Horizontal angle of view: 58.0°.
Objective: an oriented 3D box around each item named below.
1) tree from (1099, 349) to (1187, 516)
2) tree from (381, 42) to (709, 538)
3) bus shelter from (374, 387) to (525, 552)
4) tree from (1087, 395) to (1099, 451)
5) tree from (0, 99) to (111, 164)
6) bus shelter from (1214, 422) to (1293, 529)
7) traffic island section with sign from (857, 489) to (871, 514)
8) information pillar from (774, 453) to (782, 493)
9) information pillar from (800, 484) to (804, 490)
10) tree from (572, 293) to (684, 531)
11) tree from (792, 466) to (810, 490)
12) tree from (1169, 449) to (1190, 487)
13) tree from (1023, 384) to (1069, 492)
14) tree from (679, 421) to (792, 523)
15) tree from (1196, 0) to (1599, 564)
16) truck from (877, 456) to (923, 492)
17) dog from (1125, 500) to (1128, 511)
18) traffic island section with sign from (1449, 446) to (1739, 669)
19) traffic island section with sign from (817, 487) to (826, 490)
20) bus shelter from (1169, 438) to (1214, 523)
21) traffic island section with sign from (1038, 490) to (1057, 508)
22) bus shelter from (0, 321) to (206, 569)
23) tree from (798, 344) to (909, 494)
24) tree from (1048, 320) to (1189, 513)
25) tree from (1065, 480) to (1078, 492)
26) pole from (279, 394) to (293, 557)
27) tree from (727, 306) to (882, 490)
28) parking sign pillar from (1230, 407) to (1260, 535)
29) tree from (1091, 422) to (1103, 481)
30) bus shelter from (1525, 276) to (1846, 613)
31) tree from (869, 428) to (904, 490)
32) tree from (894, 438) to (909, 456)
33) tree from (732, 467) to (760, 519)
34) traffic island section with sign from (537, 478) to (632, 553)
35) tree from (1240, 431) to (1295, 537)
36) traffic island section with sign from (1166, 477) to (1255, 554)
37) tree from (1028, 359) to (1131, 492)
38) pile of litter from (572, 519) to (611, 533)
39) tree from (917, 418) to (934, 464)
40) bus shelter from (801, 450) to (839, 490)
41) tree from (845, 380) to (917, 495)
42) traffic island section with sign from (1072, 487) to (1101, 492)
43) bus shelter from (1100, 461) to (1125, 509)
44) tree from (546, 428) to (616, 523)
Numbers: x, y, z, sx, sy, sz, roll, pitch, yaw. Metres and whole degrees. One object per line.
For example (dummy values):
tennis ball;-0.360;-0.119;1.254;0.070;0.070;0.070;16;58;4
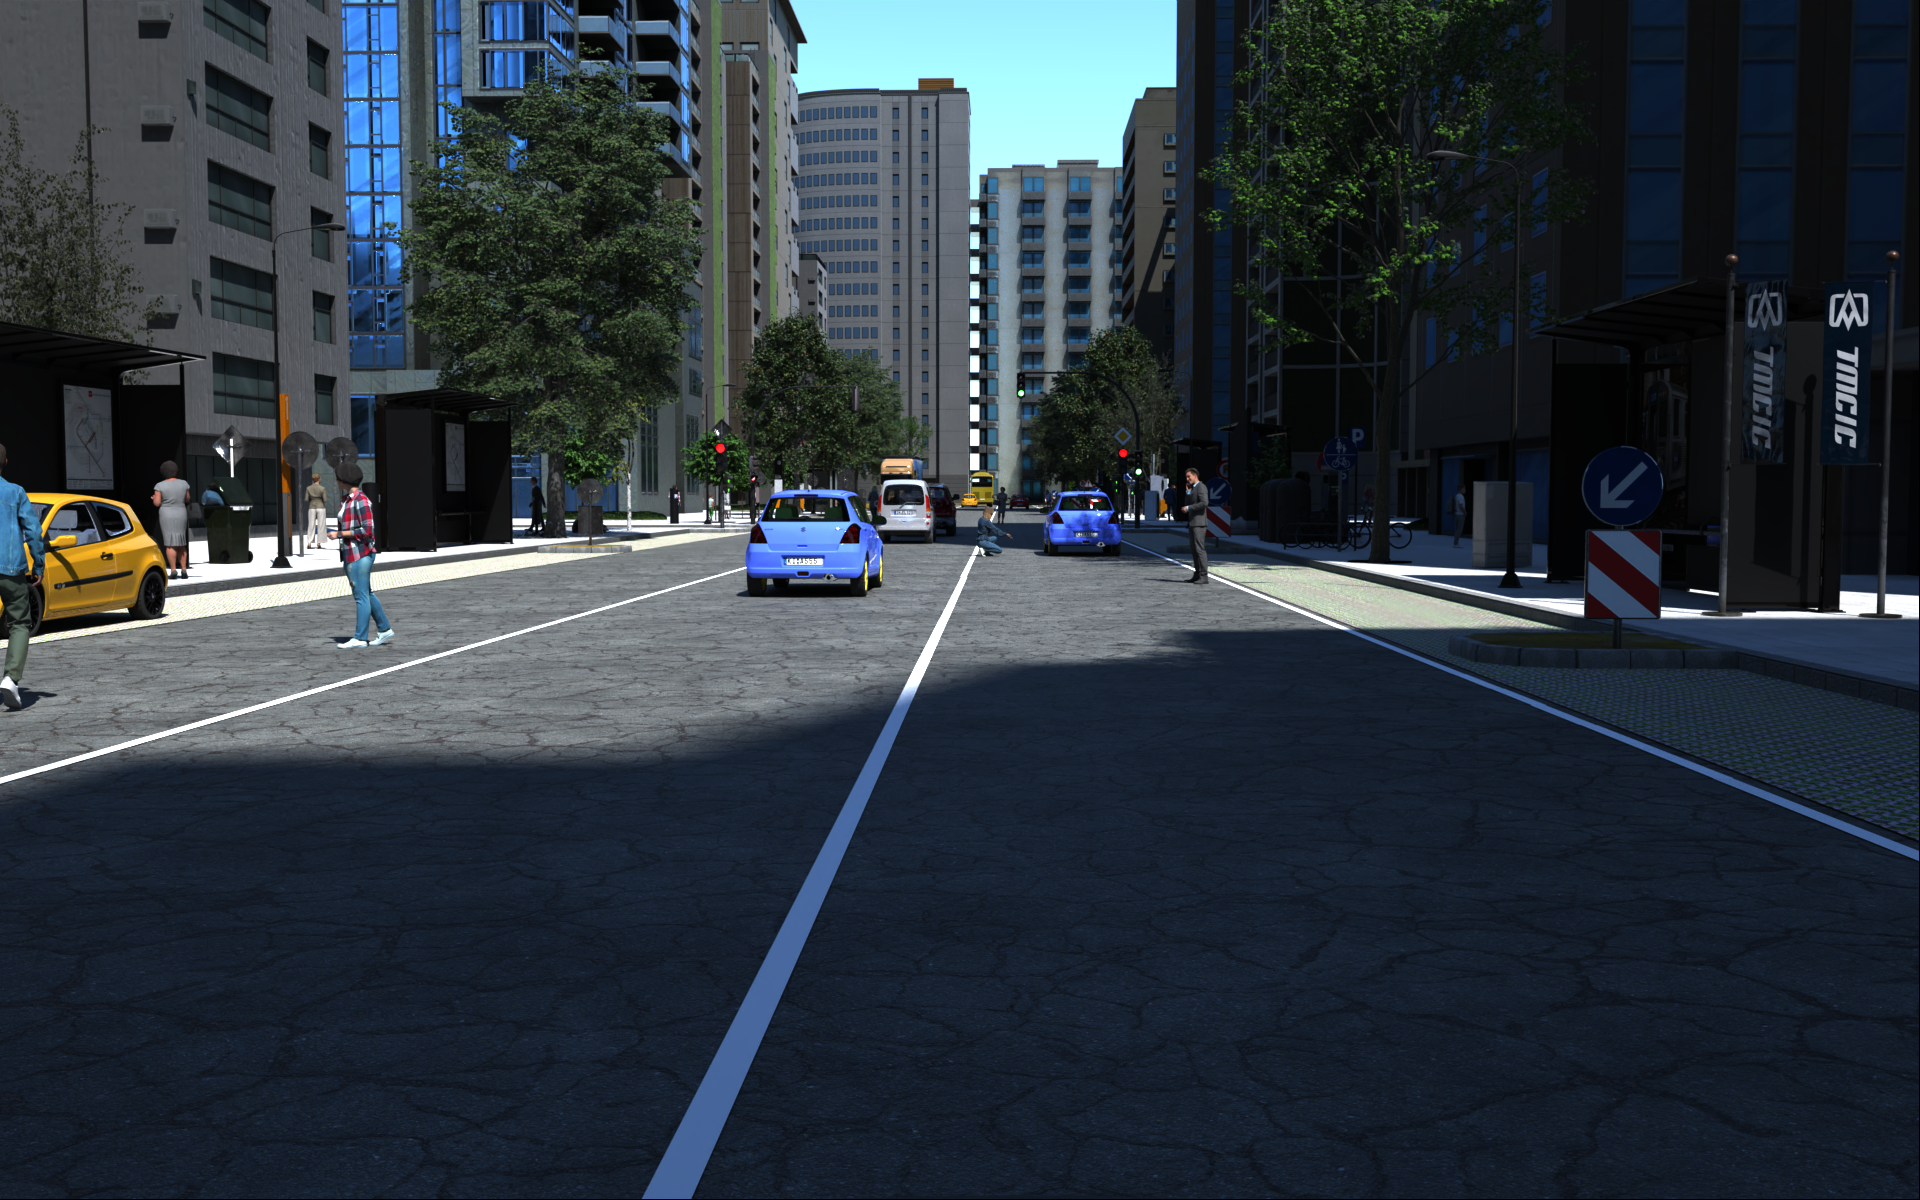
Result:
tree;9.774;-8.442;88.384;4.360;8.622;3.978;0;3;0
tree;-11.900;-8.794;50.433;9.857;13.997;8.962;0;3;0
bus shelter;-12.034;-3.059;41.293;1.731;3.624;6.357;0;4;1
tree;9.733;-9.203;100.824;4.360;8.622;3.978;0;3;0
tree;-17.042;-4.990;31.949;4.360;8.622;3.978;0;3;0
bus shelter;9.999;-4.137;58.915;1.731;3.624;6.357;0;4;1
traffic island section with sign;-7.064;-7.148;125.502;1.989;1.847;2.006;0;4;1
information pillar;-10.317;-6.555;98.532;0.504;3.616;0.183;2;4;25
information pillar;-11.273;-8.030;122.638;0.504;3.616;0.183;2;4;27
tree;-11.878;-6.746;60.660;4.737;8.622;4.395;0;3;0
tree;-12.003;-8.290;119.249;4.285;4.588;4.351;0;3;0
tree;16.397;-8.640;124.972;4.285;4.588;4.351;0;3;0
tree;11.709;-17.088;189.766;12.009;13.543;11.850;0;3;0
tree;-10.716;-5.738;77.532;4.285;4.588;4.351;0;3;0
tree;7.925;-6.485;31.783;9.928;11.665;9.643;0;3;0
truck;-4.368;-8.571;129.046;2.839;4.237;11.283;0;4;3
dog;12.733;-7.095;130.377;0.800;0.831;0.513;-1;4;-21
traffic island section with sign;5.372;-0.393;15.054;1.989;1.847;2.006;0;4;1
traffic island section with sign;-7.783;-5.432;97.440;1.989;1.847;2.006;0;4;1
bus shelter;10.182;-5.121;75.017;1.731;3.624;6.357;0;4;1
traffic island section with sign;10.080;-11.792;201.425;1.989;1.847;2.006;0;4;1
bus shelter;-13.788;-2.159;26.588;1.731;3.624;6.357;0;4;2
tree;-9.127;-14.697;146.944;9.857;13.997;8.962;0;3;0
tree;10.548;-12.100;114.841;9.611;12.733;9.660;0;3;0
tree;12.849;-12.567;200.076;1.663;3.219;1.824;0;3;0
pole;-13.827;-2.547;35.494;0.158;3.312;0.155;0;3;0
tree;-9.992;-11.564;106.076;9.611;12.733;9.660;0;3;0
parking sign pillar;8.917;-4.030;54.357;1.447;3.967;1.447;-1;4;-14
tree;11.154;-11.220;133.801;4.737;8.622;4.395;0;3;0
bus shelter;8.871;-1.866;21.786;1.731;3.624;6.357;0;4;1
tree;-7.970;-14.163;181.922;4.737;8.622;4.395;0;3;0
tree;-7.941;-15.809;208.838;4.360;8.622;3.978;0;3;0
tree;-11.449;-5.875;90.663;1.663;3.219;1.824;0;3;0
traffic island section with sign;-9.160;-2.077;42.584;1.989;1.847;2.006;0;4;1
tree;9.473;-3.486;51.603;1.663;3.219;1.824;0;3;0
traffic island section with sign;6.047;-2.041;42.001;1.989;1.847;2.006;0;4;1
tree;11.867;-15.480;159.747;9.857;13.997;8.962;0;3;0
pile of litter;-12.157;-2.652;57.326;1.176;0.858;1.719;2;4;34
tree;-7.513;-18.006;220.160;9.928;11.665;9.643;0;3;0
bus shelter;-10.339;-9.191;127.898;2.179;5.291;8.768;0;4;2
tree;-9.646;-14.242;158.615;9.928;11.665;9.643;0;3;0
traffic island section with sign;7.447;-5.408;97.046;1.989;1.847;2.006;0;4;1
bus shelter;10.999;-8.204;125.425;1.731;3.624;6.357;0;4;1
tree;-16.778;-5.697;76.854;4.285;4.588;4.351;0;3;0
